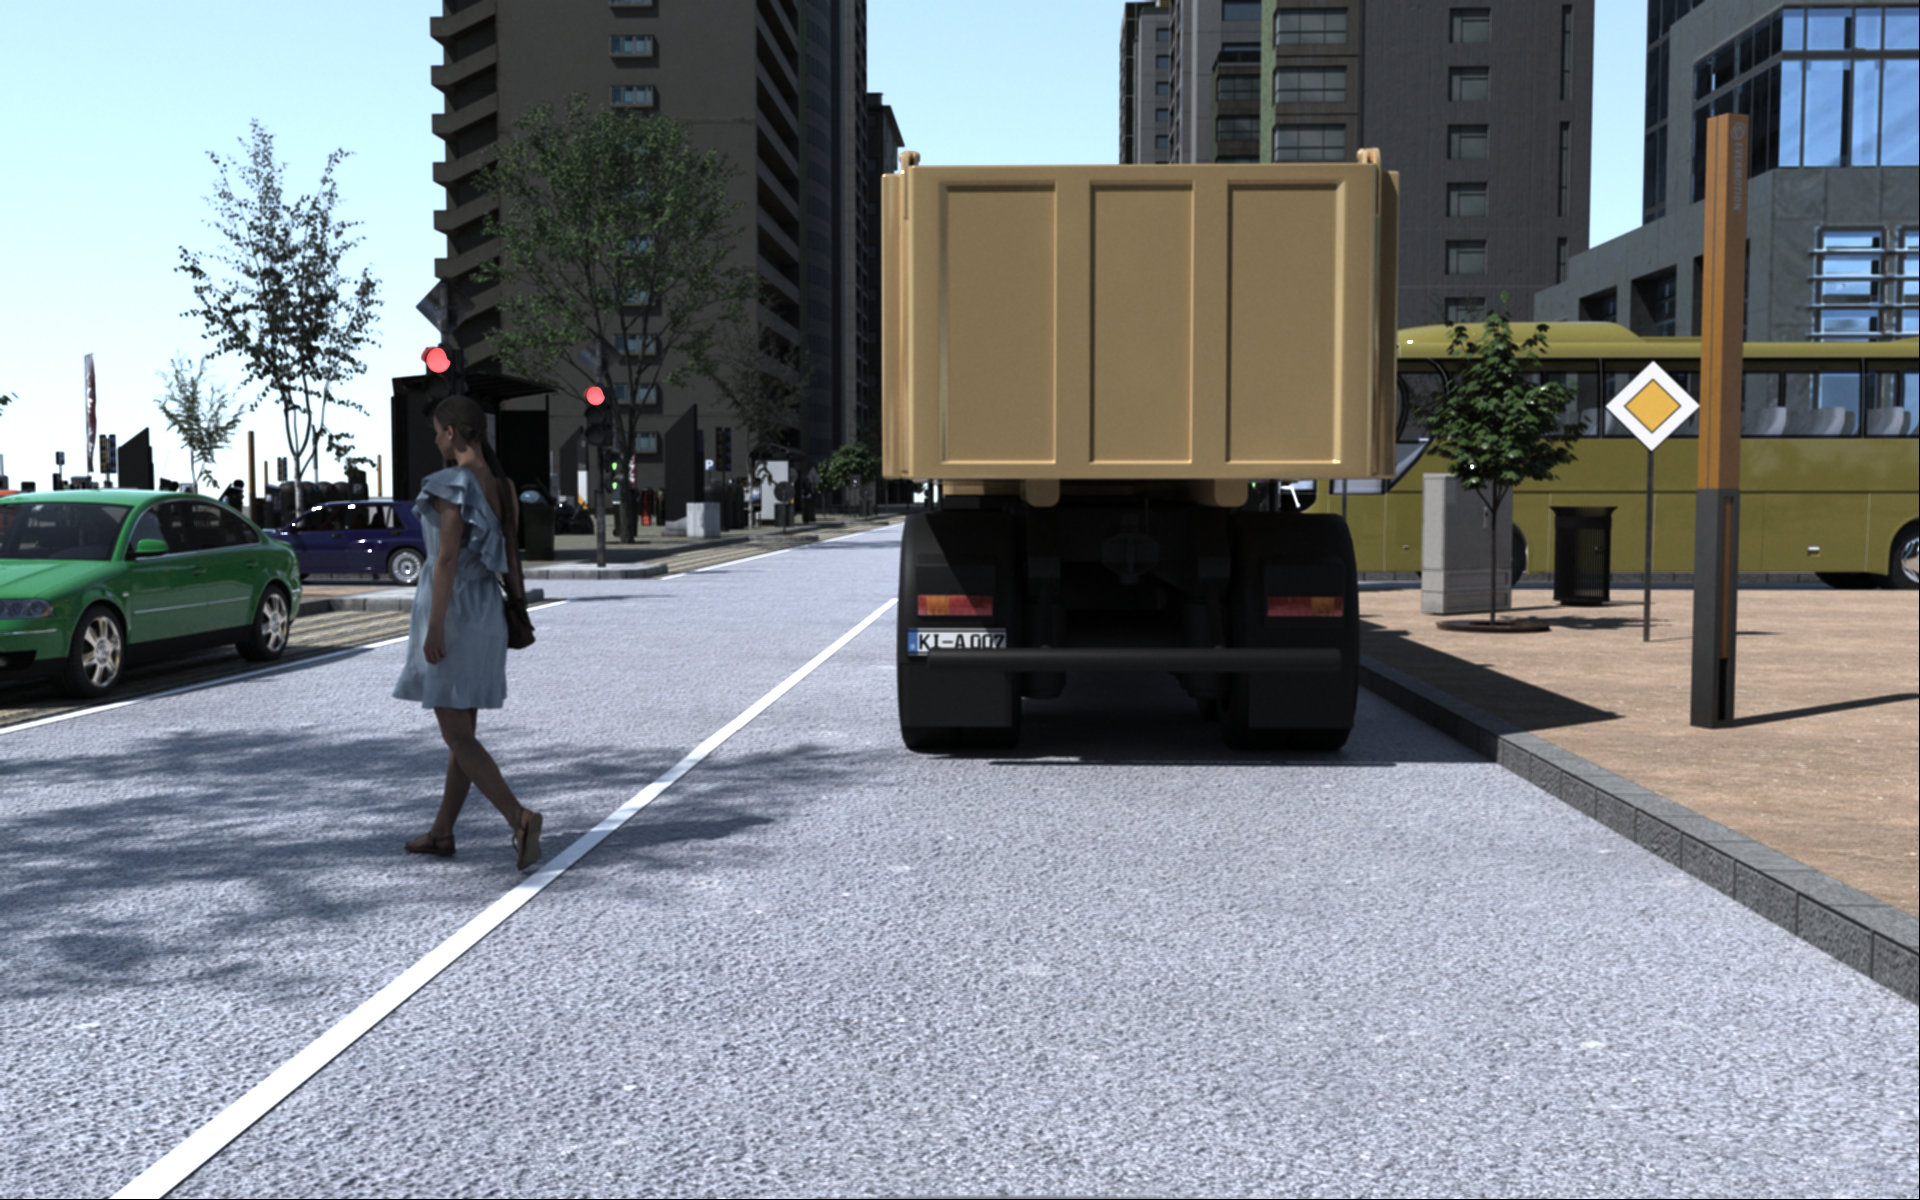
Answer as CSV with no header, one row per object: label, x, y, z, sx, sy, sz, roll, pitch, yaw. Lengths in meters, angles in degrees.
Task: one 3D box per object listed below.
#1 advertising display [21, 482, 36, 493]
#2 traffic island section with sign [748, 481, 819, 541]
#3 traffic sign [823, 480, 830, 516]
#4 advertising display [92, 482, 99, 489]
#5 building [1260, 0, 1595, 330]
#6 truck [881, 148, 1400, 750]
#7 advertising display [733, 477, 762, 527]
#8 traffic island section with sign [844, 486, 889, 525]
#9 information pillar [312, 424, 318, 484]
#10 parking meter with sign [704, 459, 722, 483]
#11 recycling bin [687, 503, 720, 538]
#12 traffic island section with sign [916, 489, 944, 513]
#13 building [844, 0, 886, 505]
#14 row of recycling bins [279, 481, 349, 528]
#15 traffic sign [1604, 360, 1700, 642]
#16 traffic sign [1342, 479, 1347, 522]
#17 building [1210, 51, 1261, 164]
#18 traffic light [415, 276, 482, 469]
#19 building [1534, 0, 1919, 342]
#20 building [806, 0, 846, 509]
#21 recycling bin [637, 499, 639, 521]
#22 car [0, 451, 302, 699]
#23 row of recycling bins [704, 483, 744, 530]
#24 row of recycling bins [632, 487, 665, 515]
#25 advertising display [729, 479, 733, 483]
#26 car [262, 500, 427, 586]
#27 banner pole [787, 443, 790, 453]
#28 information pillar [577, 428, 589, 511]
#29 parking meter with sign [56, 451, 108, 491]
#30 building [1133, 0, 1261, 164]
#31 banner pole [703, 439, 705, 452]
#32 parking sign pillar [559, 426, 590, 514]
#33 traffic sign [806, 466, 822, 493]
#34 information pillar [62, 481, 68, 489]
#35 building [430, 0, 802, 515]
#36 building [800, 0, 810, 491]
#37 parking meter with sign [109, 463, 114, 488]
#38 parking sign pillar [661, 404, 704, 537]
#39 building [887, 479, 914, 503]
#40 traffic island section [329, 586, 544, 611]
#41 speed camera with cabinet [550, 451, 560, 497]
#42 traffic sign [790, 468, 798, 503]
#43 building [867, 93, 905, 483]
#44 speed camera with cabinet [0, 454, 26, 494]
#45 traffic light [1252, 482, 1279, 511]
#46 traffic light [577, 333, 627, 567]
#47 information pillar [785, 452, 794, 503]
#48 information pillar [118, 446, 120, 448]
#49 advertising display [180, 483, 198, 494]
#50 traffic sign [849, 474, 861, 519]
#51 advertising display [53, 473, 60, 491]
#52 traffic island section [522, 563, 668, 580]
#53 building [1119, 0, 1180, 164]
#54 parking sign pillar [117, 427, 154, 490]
advertising display,-48.547,-5.203,90.286,0.123,1.923,0.974,0,4,7
traffic island section with sign,-5.395,-2.728,53.234,1.989,1.847,2.006,0,4,2
traffic sign,-7.925,-6.132,100.372,0.768,2.556,0.104,1,4,8
advertising display,-45.991,-5.311,92.042,0.123,1.923,0.974,0,4,-6
building,21.236,-24.428,82.987,14.154,41.232,14.086,0,4,2
truck,1.021,-1.065,13.345,3.469,3.379,9.791,0,4,2
advertising display,-8.201,-3.795,67.264,0.974,1.923,0.123,0,4,2
traffic island section with sign,-4.319,-4.376,80.168,1.989,1.847,2.006,0,4,2
information pillar,-21.587,-4.076,57.995,0.183,3.616,0.504,-2,4,-31
parking meter with sign,-12.375,-5.598,87.784,0.543,3.016,1.738,1,4,13
recycling bin,-7.489,-2.326,50.582,0.722,1.027,0.722,2,4,35
traffic island section with sign,-2.305,-7.436,130.201,1.989,1.847,2.006,0,4,2
building,-19.505,-47.061,207.704,20.563,71.187,20.611,0,4,2
row of recycling bins,-20.702,-2.972,55.697,1.069,1.692,3.534,1,4,13
traffic sign,5.959,-0.843,14.972,0.795,2.450,0.064,1,4,10
traffic sign,5.038,-1.258,22.706,0.606,2.300,0.079,1,4,12
building,23.576,-21.094,116.581,14.160,30.474,14.107,0,4,2
traffic light,-6.599,-2.043,22.321,0.839,4.253,0.868,0,4,2
building,32.003,-44.643,42.584,31.000,86.520,22.319,0,4,2
building,-22.352,-37.604,156.830,21.231,58.520,28.212,0,4,2
recycling bin,-15.760,-4.270,82.366,0.722,1.027,0.722,-3,4,-38
car,-6.800,-0.287,13.486,1.959,1.807,4.718,0,4,2
row of recycling bins,-8.646,-3.444,63.428,1.069,1.692,3.534,1,4,8
row of recycling bins,-18.647,-6.006,105.305,3.534,1.692,1.069,1,4,19
advertising display,-9.577,-4.126,72.676,0.123,1.923,0.974,-1,4,-14
car,-9.833,-0.926,27.727,3.894,1.354,1.945,0,4,3
banner pole,-8.418,-5.802,84.884,0.401,3.779,0.863,-1,4,-13
information pillar,-13.419,-4.303,61.713,0.504,3.616,0.183,3,4,38
parking meter with sign,-36.040,-4.574,71.047,1.738,3.016,0.543,0,4,-1
building,31.663,-41.003,212.397,21.231,58.520,28.212,0,4,2
banner pole,-11.895,-5.441,78.972,0.863,3.779,0.401,1,4,22
parking sign pillar,-15.410,-4.938,69.212,1.447,3.967,1.447,3,4,37
traffic sign,-6.800,-4.902,80.147,0.884,2.594,0.081,1,4,11
information pillar,-48.636,-5.477,94.048,0.304,2.012,0.304,1,4,23
building,-22.698,-30.129,116.313,21.300,48.544,21.600,0,4,2
building,-19.657,-27.636,135.448,14.154,41.232,14.086,0,4,2
parking meter with sign,-47.927,-6.197,97.578,0.543,3.016,1.738,-1,4,-18
parking sign pillar,-8.342,-3.912,52.426,1.447,3.967,1.447,3,4,38
building,-14.226,-29.483,253.745,14.160,30.474,14.107,0,4,2
traffic island section,-6.639,-0.011,22.457,2.009,0.180,2.903,0,4,2
speed camera with cabinet,-18.559,-5.267,80.453,0.660,3.252,2.038,2,4,32
traffic sign,-8.204,-5.110,83.647,0.768,2.556,0.104,0,4,8
building,-22.480,-39.338,232.414,28.713,52.752,27.495,0,4,2
speed camera with cabinet,-47.087,-5.587,85.679,0.660,3.252,2.038,0,4,6
traffic light,3.954,-2.018,21.913,0.839,4.253,0.868,0,4,2
traffic light,-6.278,-2.531,30.299,0.839,4.253,0.868,0,4,2
information pillar,-9.476,-6.408,96.126,0.504,3.616,0.183,0,4,7
information pillar,-40.519,-5.664,83.958,0.504,3.616,0.183,0,4,-3
advertising display,-45.363,-5.914,101.901,0.974,1.923,0.123,-1,4,-13
traffic sign,-5.486,-5.405,90.494,0.606,2.300,0.079,1,4,9
advertising display,-27.910,-2.956,53.541,0.123,1.923,0.974,-1,4,-23
traffic island section,-6.317,-0.499,30.435,2.009,0.180,2.903,0,4,2
building,31.584,-49.763,251.870,20.563,71.187,20.611,0,4,2
parking sign pillar,-33.234,-4.978,69.856,1.447,3.967,1.447,0,4,5
